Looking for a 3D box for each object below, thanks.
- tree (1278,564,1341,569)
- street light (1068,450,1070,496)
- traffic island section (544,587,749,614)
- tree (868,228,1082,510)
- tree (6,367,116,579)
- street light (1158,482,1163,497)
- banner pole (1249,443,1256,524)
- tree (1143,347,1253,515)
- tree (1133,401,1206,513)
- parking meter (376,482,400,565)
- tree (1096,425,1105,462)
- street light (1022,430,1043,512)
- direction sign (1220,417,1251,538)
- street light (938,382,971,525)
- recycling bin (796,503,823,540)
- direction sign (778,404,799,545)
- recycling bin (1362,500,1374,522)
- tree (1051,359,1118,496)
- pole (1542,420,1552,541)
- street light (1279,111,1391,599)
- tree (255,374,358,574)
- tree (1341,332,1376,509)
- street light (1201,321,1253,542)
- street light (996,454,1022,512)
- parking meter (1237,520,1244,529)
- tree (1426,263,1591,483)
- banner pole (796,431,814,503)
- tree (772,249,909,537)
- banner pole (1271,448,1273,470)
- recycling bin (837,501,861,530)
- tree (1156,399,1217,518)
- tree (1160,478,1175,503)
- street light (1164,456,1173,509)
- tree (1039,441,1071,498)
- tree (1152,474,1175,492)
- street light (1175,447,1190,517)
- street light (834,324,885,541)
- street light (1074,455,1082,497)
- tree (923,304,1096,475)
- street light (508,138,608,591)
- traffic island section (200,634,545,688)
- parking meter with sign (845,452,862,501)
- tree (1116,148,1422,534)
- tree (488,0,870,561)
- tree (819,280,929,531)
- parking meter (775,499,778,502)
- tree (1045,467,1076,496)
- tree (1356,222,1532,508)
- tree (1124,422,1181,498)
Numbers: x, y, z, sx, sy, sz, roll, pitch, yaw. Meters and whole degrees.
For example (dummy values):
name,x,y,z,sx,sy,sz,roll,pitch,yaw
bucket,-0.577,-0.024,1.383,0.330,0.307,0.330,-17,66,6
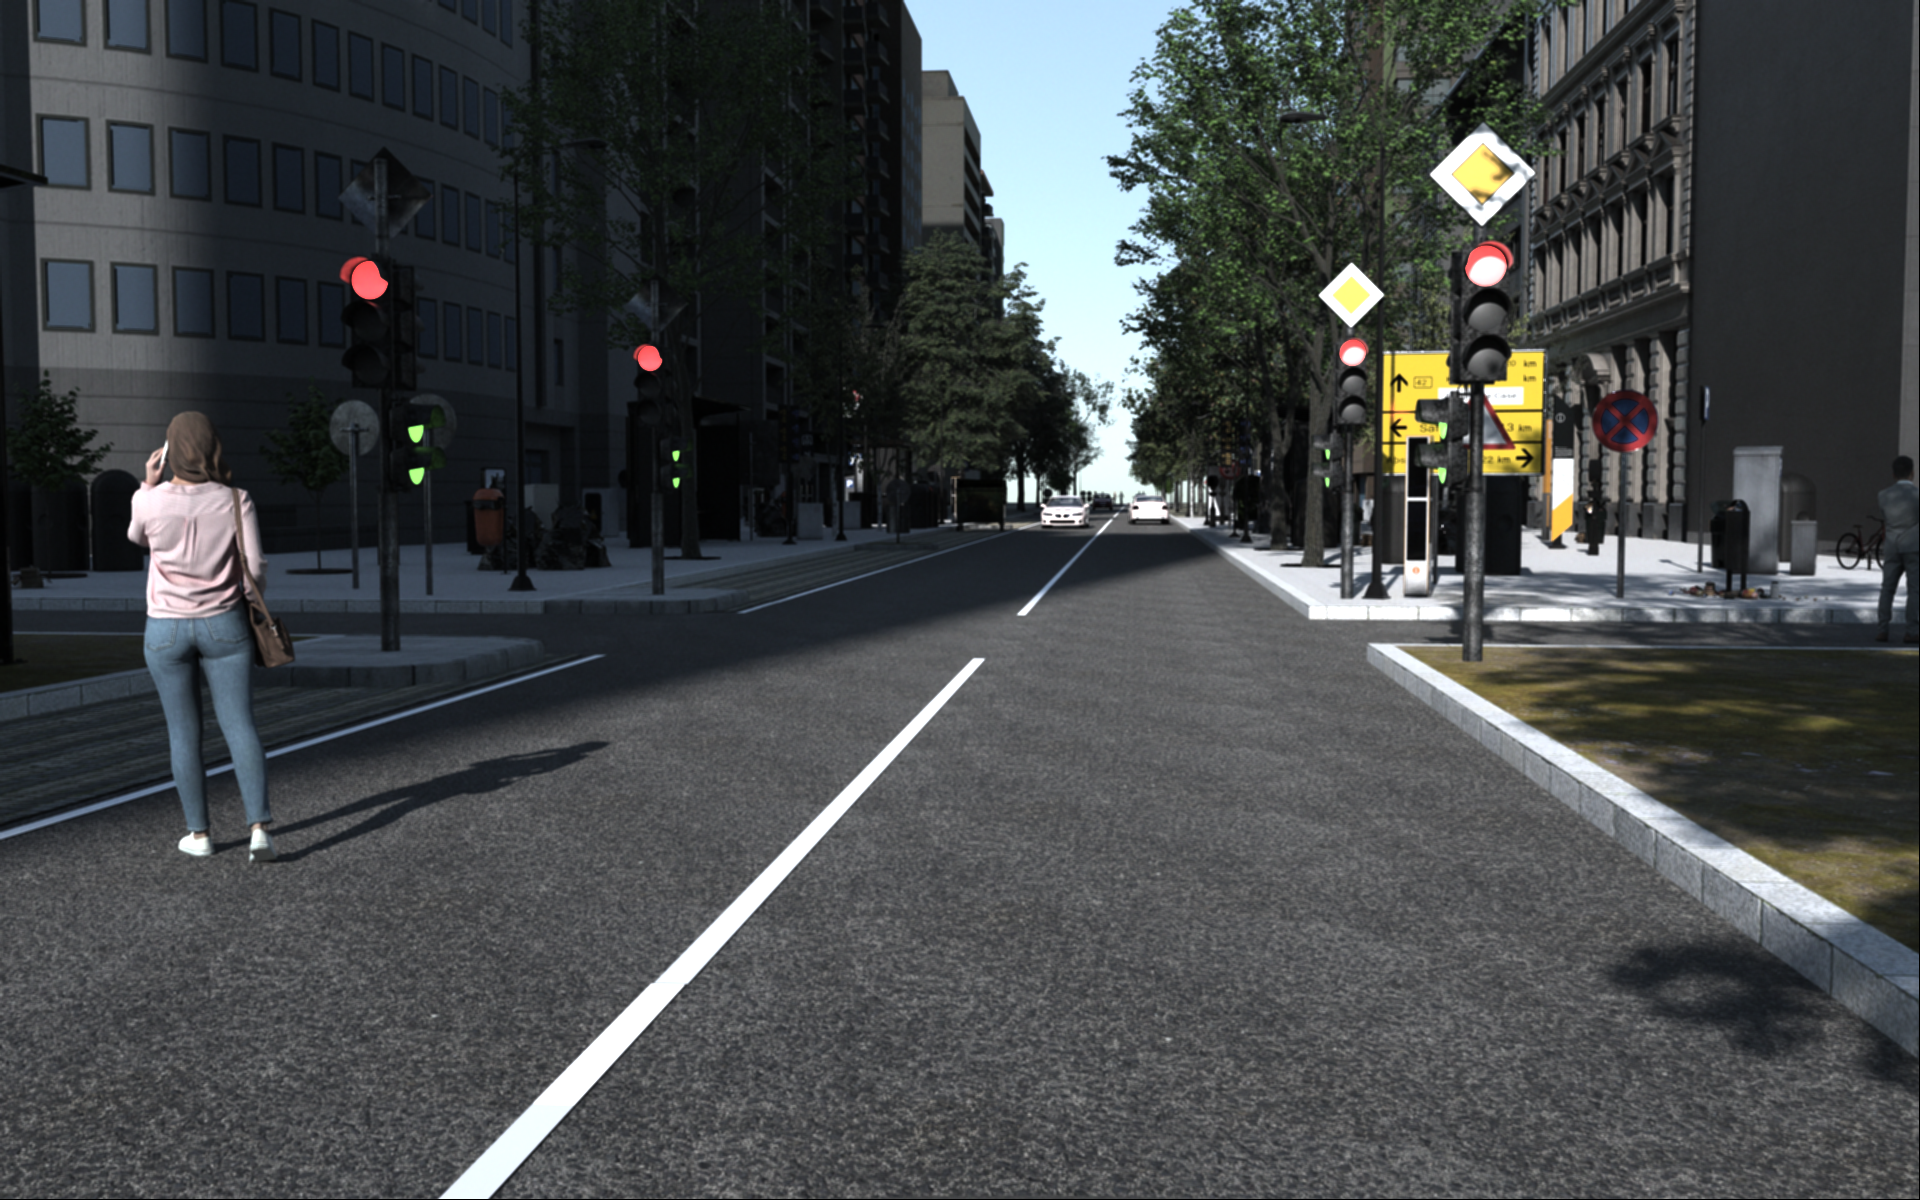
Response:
name,x,y,z,sx,sy,sz,roll,pitch,yaw
tree,6.390,-6.382,30.104,9.928,11.665,9.643,0,3,0
street light,10.826,-12.767,181.282,1.470,5.913,1.316,0,4,6
traffic island section,-3.877,0.008,22.146,2.009,0.180,2.903,0,4,6
tree,0.033,-10.761,82.591,9.857,13.997,8.962,0,3,0
tree,-13.887,-1.958,26.620,1.663,3.219,1.824,0,3,0
street light,14.910,-9.195,122.881,1.470,5.913,1.316,0,4,6
banner pole,12.450,-5.147,74.165,0.401,3.779,0.863,-2,4,-33
tree,15.043,-11.421,104.852,7.486,12.596,7.792,0,3,0
tree,17.425,-12.427,137.596,8.767,10.594,7.601,2,4,29
parking meter,-10.329,-1.398,31.273,0.372,1.533,0.369,0,3,0
tree,13.602,-19.135,223.232,12.009,13.543,11.850,0,3,0
street light,5.115,-9.314,124.823,1.470,5.913,1.316,0,4,6
direction sign,8.133,-3.621,51.195,0.876,3.537,0.379,0,4,3
street light,-0.223,-6.087,72.066,1.470,5.913,1.316,0,4,6
recycling bin,-4.242,-2.217,48.810,0.722,1.027,0.722,-1,4,-9
direction sign,-4.350,-3.185,44.066,0.379,3.537,0.876,2,4,30
recycling bin,18.928,-4.086,79.353,0.722,1.027,0.722,-1,4,-20
tree,15.976,-23.532,240.643,12.611,20.169,13.585,0,3,0
pole,16.097,-3.282,47.497,0.158,3.312,0.155,0,3,0
street light,4.578,-2.974,21.161,1.470,5.913,1.316,0,4,6
tree,-10.544,-2.045,28.032,1.663,3.219,1.824,0,3,0
tree,14.386,-7.029,65.284,4.360,8.622,3.978,0,3,0
street light,7.076,-4.491,45.962,1.470,5.913,1.316,0,4,6
street light,2.669,-7.793,99.964,1.470,5.913,1.316,0,4,6
parking meter,10.410,-3.600,64.573,0.255,1.863,0.399,3,4,38
tree,17.002,-6.315,53.616,4.360,8.622,3.978,0,3,0
banner pole,-5.496,-4.321,60.664,0.863,3.779,0.401,1,4,11
tree,-3.718,-6.205,51.810,4.737,8.622,4.395,0,3,0
banner pole,14.553,-5.580,81.249,0.863,3.779,0.401,-1,4,-8
recycling bin,-4.044,-3.038,62.227,0.722,1.027,0.722,-2,4,-33
tree,12.717,-8.723,92.981,4.360,8.622,3.978,0,3,0
tree,29.214,-15.520,248.353,1.663,3.219,1.824,0,3,0
street light,12.428,-7.691,98.293,1.470,5.913,1.316,0,4,6
tree,8.605,-13.546,171.844,4.360,8.622,3.978,0,3,0
tree,28.329,-15.733,240.951,4.285,4.588,4.351,0,3,0
street light,9.611,-6.022,71.006,1.470,5.913,1.316,0,4,6
street light,-2.733,-4.580,47.419,1.470,5.913,1.316,0,4,6
street light,13.431,-14.263,205.736,1.470,5.913,1.316,0,4,6
tree,2.110,-12.282,111.177,12.009,13.543,11.850,0,3,0
street light,-5.290,-3.075,22.814,1.470,5.913,1.316,0,4,6
traffic island section,-4.684,0.494,14.201,2.009,0.180,2.903,0,4,6
parking meter with sign,-4.468,-4.571,71.000,0.543,3.016,1.738,1,4,10
tree,9.977,-8.510,56.153,9.611,12.733,9.660,0,3,0
tree,-5.449,-6.601,33.688,9.928,11.665,9.643,0,3,0
tree,-2.790,-6.659,59.240,4.360,8.622,3.978,0,3,0
parking meter,-9.940,-5.438,94.627,0.255,1.863,0.399,-1,4,-23
tree,11.133,-12.724,191.755,4.285,4.588,4.351,0,3,0
tree,13.074,-5.870,46.341,4.737,8.622,4.395,0,3,0
tree,25.260,-18.913,215.877,9.857,13.997,8.962,0,3,0
